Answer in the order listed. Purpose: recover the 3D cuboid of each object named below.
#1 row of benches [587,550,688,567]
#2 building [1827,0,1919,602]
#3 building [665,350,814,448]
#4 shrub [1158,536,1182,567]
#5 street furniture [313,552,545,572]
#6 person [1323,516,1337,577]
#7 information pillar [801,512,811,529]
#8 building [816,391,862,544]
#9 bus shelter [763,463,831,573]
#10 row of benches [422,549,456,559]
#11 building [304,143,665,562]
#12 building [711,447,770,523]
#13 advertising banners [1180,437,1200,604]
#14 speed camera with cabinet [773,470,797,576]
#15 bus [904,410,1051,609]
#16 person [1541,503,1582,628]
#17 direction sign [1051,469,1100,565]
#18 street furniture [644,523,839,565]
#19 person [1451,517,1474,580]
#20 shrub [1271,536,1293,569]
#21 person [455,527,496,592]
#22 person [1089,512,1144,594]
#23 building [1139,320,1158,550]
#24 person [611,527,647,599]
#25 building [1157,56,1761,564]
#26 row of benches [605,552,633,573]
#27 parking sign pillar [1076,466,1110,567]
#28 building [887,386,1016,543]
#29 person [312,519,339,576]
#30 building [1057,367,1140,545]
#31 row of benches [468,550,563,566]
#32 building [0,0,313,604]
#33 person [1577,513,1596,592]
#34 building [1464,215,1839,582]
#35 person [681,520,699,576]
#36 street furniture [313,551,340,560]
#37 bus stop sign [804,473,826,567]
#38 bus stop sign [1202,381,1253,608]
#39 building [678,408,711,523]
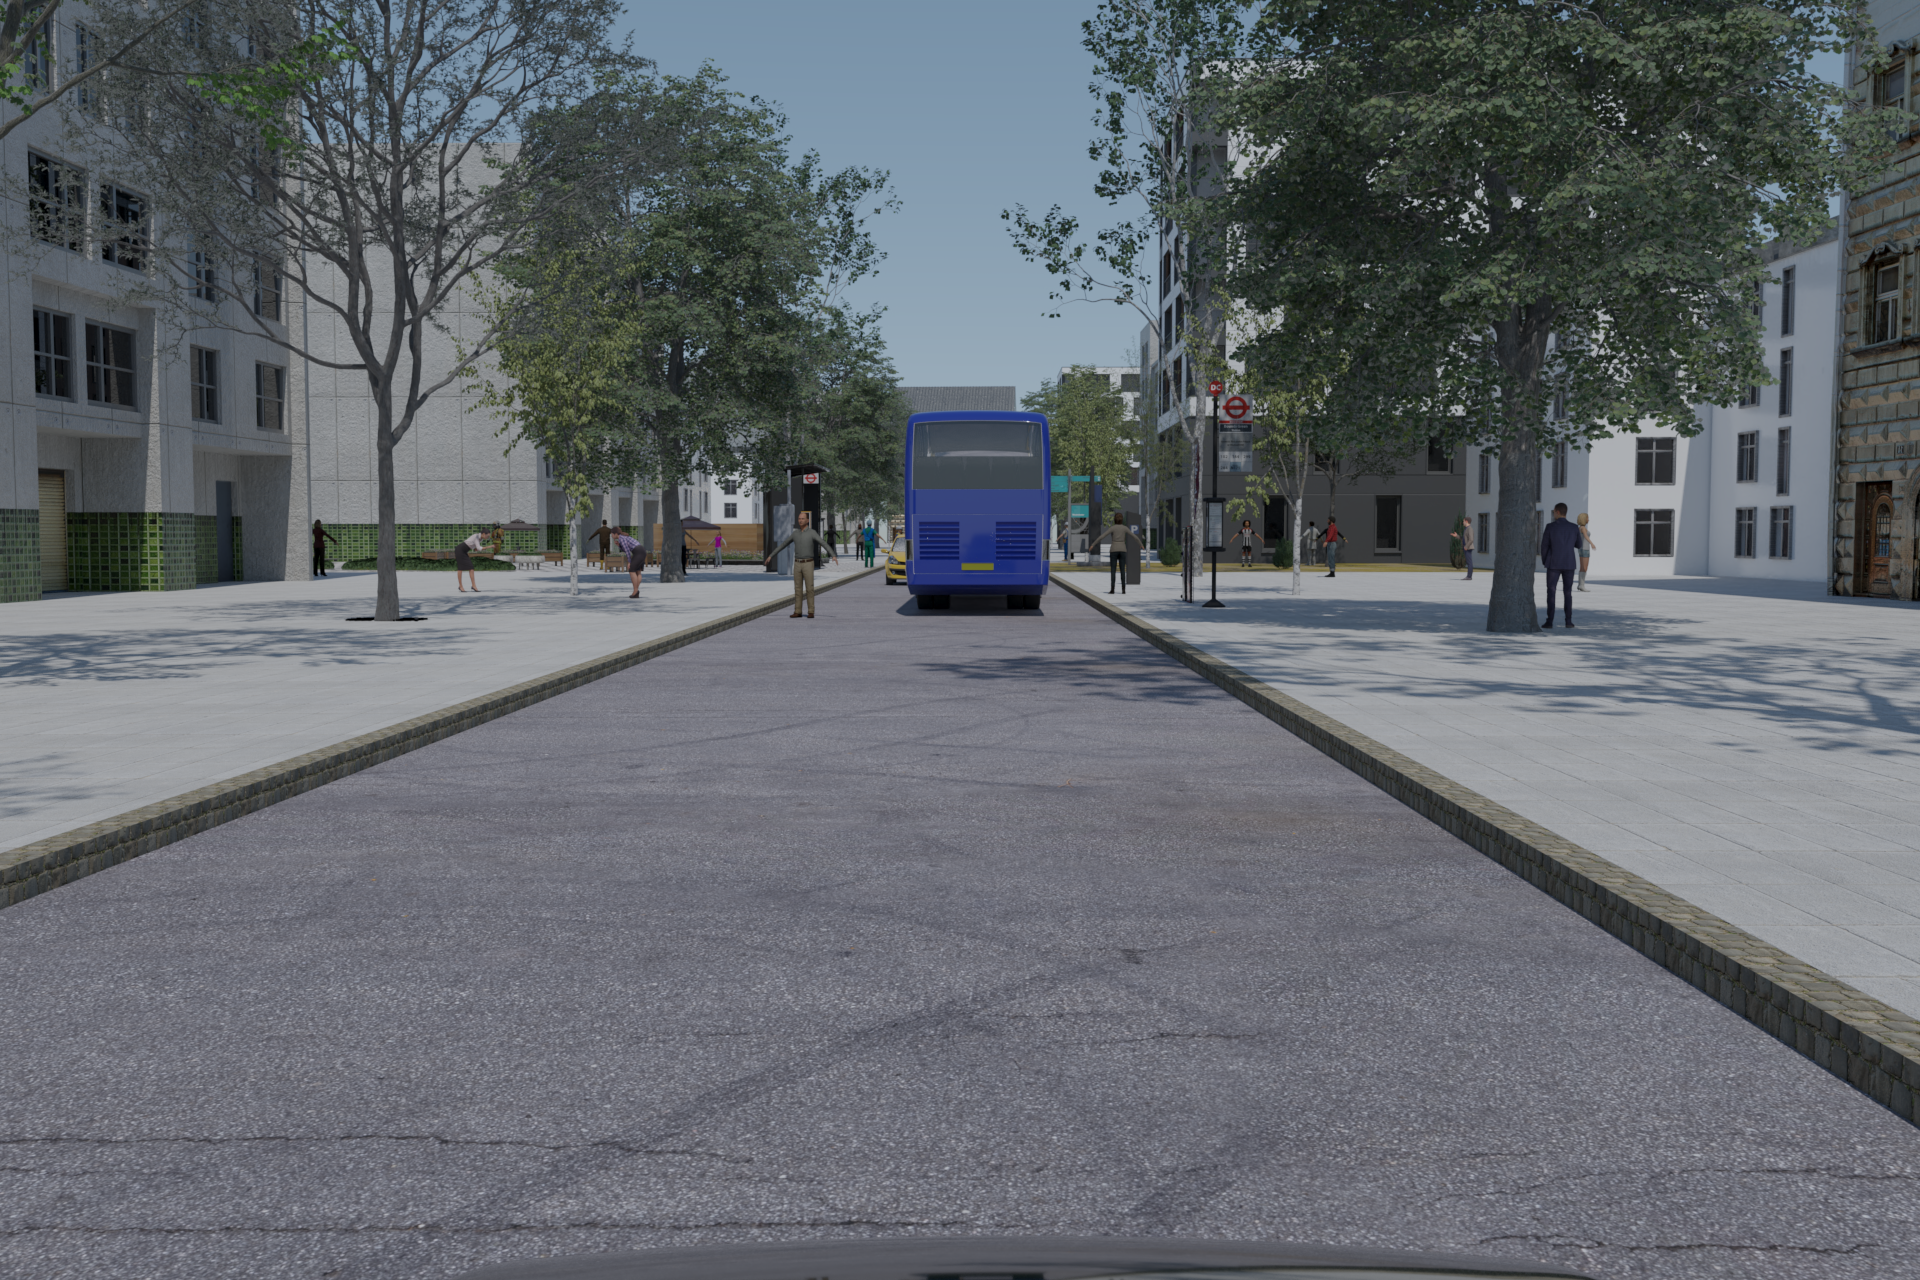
[{"bbox_3d":[-12.586,-3.161,67.141,4.104,0.672,1.422,1,4,12],"label":"row of benches"},{"bbox_3d":[27.288,-11.950,26.305,19.493,23.208,18.063,0,3,0],"label":"building"},{"bbox_3d":[-26.317,-22.767,203.175,19.493,23.208,18.063,0,4,0],"label":"building"},{"bbox_3d":[8.178,-3.440,67.356,1.383,1.207,1.383,0,3,0],"label":"shrub"},{"bbox_3d":[-19.699,-2.806,61.506,10.072,0.657,5.734,1,4,23],"label":"street furniture"},{"bbox_3d":[10.989,-2.768,51.373,0.704,1.816,1.345,1,4,21],"label":"person"},{"bbox_3d":[-5.010,-3.183,56.536,0.304,2.012,0.304,0,4,1],"label":"information pillar"},{"bbox_3d":[-22.368,-22.251,230.257,16.747,18.905,31.486,0,4,1],"label":"building"},{"bbox_3d":[-5.641,-4.228,60.416,1.731,3.624,6.357,0,4,1],"label":"bus shelter"},{"bbox_3d":[-21.495,-3.472,72.225,1.422,0.672,4.104,0,4,2],"label":"row of benches"},{"bbox_3d":[-27.385,-13.944,94.446,16.747,18.905,31.486,0,4,1],"label":"building"},{"bbox_3d":[-24.243,-14.568,180.341,9.099,9.664,28.070,0,4,1],"label":"building"},{"bbox_3d":[4.290,-2.208,32.283,0.090,3.025,2.074,0,4,0],"label":"advertising banners"},{"bbox_3d":[-5.459,-3.667,54.285,0.660,3.252,2.038,0,4,1],"label":"speed camera with cabinet"},{"bbox_3d":[0.403,-2.707,35.806,2.896,3.916,12.251,0,4,1],"label":"bus"},{"bbox_3d":[8.205,-1.020,23.646,0.541,1.710,0.530,1,4,15],"label":"person"},{"bbox_3d":[4.493,-4.994,70.412,2.525,3.948,1.411,0,4,-1],"label":"direction sign"},{"bbox_3d":[-9.438,-4.076,73.492,11.010,1.723,9.812,1,4,16],"label":"street furniture"},{"bbox_3d":[13.953,-2.543,48.154,0.750,1.759,0.617,2,4,29],"label":"person"},{"bbox_3d":[11.851,-3.191,63.296,1.383,1.207,1.383,0,3,0],"label":"shrub"},{"bbox_3d":[-10.685,-1.766,38.112,0.799,1.438,0.628,-2,4,-34],"label":"person"},{"bbox_3d":[3.364,-1.853,37.063,1.215,1.744,0.721,-1,4,-9],"label":"person"},{"bbox_3d":[24.012,-16.485,135.993,16.747,18.905,31.486,0,4,0],"label":"building"},{"bbox_3d":[-6.591,-1.542,34.482,0.697,1.427,0.421,0,4,-7],"label":"person"},{"bbox_3d":[24.107,-15.098,90.834,27.936,21.610,32.646,0,4,1],"label":"building"},{"bbox_3d":[-11.550,-2.679,59.256,1.422,0.672,4.104,0,4,-2],"label":"row of benches"},{"bbox_3d":[5.361,-4.920,68.908,1.447,3.967,1.447,0,4,1],"label":"parking sign pillar"},{"bbox_3d":[-0.851,-25.848,256.002,18.063,23.208,19.493,0,4,4],"label":"building"},{"bbox_3d":[-19.437,-2.803,52.635,1.215,1.729,0.721,1,4,13],"label":"person"},{"bbox_3d":[26.574,-23.464,227.606,27.936,21.610,32.646,0,4,1],"label":"building"},{"bbox_3d":[-17.536,-3.231,68.287,4.104,0.672,1.422,-3,4,-37],"label":"row of benches"},{"bbox_3d":[-26.056,-10.072,31.137,16.747,18.905,31.486,0,3,0],"label":"building"},{"bbox_3d":[13.936,-1.949,38.471,0.721,1.753,1.214,1,4,8],"label":"person"},{"bbox_3d":[23.981,-6.823,53.706,9.099,9.664,28.070,0,4,1],"label":"building"},{"bbox_3d":[-8.535,-2.839,53.222,1.217,1.737,0.721,-3,5,-44],"label":"person"},{"bbox_3d":[-30.657,-3.946,71.370,11.010,1.723,9.812,1,4,11],"label":"street furniture"},{"bbox_3d":[-5.709,-4.852,68.037,0.855,3.939,0.416,0,4,2],"label":"bus stop sign"},{"bbox_3d":[4.665,-2.539,30.220,0.855,3.939,0.416,0,4,1],"label":"bus stop sign"},{"bbox_3d":[-22.555,-11.262,126.280,9.099,9.664,28.070,0,4,1],"label":"building"}]
